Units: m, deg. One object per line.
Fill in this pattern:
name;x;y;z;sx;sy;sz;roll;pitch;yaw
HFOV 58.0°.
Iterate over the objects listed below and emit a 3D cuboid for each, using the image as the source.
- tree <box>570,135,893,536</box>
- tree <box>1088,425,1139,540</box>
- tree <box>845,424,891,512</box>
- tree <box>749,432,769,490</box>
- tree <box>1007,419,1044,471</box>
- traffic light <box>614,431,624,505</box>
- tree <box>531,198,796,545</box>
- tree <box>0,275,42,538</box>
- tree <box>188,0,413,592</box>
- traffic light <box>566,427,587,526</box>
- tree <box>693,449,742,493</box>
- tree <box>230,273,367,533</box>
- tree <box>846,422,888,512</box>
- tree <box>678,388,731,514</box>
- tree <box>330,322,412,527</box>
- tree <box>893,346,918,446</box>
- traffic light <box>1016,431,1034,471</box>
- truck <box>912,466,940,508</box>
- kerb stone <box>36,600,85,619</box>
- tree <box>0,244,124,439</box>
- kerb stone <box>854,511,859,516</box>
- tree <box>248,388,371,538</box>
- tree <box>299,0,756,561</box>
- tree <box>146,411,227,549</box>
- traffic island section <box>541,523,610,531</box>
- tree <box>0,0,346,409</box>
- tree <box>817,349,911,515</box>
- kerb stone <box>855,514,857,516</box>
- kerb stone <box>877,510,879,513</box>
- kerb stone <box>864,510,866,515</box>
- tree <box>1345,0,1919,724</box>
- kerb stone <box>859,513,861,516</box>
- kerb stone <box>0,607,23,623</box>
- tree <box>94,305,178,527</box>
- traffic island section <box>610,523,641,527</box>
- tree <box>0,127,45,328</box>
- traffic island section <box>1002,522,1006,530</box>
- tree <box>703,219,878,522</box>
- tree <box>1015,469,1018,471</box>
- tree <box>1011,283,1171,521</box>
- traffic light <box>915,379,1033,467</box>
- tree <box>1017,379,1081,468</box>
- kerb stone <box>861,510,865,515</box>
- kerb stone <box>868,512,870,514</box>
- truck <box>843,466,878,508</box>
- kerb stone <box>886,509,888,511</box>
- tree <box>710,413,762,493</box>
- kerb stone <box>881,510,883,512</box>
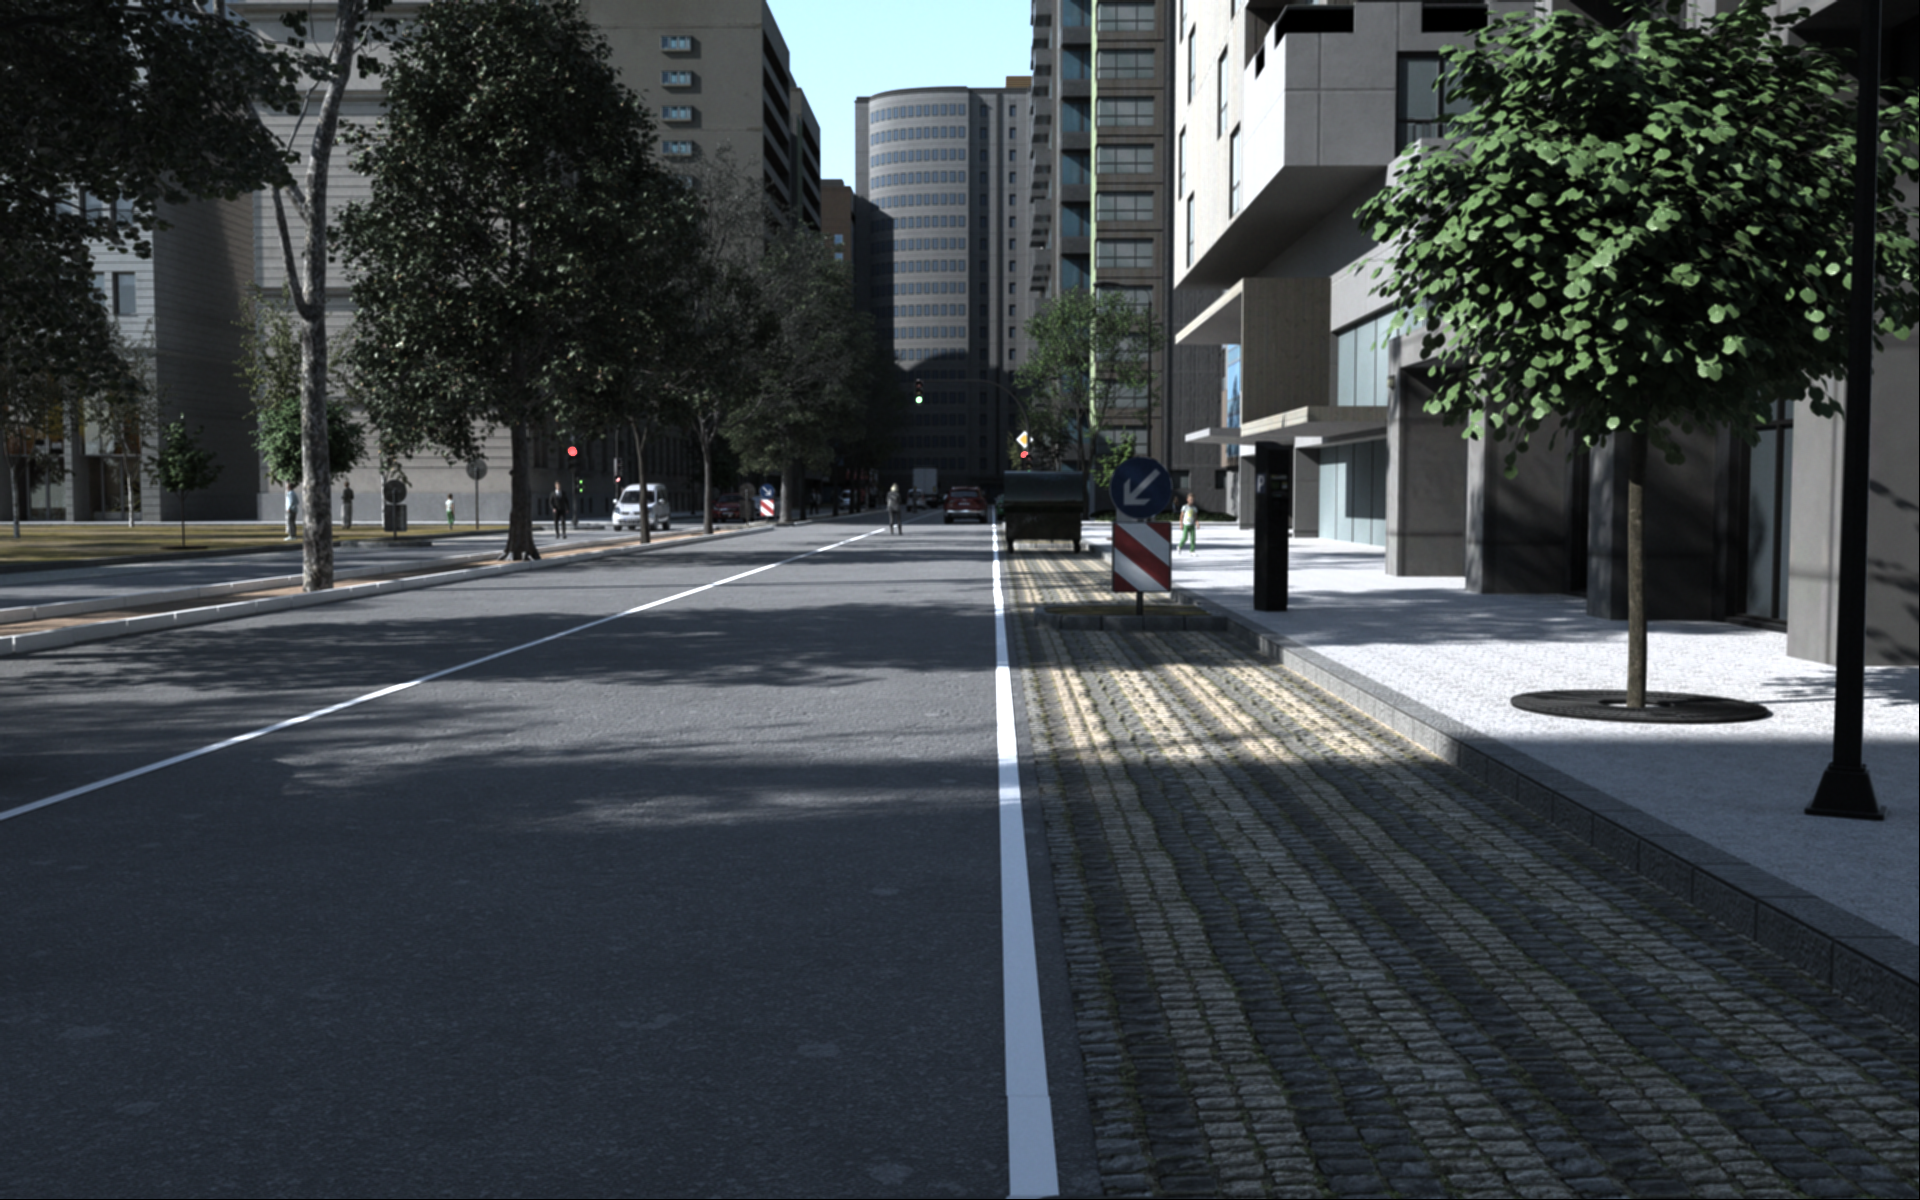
tree;-8.664;-8.957;59.275;12.009;13.543;11.850;0;3;0
tree;4.660;-3.300;48.558;1.663;3.219;1.824;0;3;0
tree;-7.346;-11.169;135.437;4.360;8.622;3.978;0;3;0
tree;-15.932;-11.254;134.366;4.360;8.622;3.978;0;3;0
tree;6.318;-12.706;158.106;4.737;8.622;4.395;0;3;0
traffic light;-13.116;-6.264;77.089;4.771;5.953;1.251;0;4;1
tree;-8.595;-6.768;47.526;8.767;10.594;7.601;0;4;1
tree;-27.499;-6.110;50.267;4.360;8.622;3.978;0;3;0
tree;-10.614;-10.234;25.678;12.611;20.169;13.585;0;3;0
traffic light;-15.358;-4.905;69.109;0.839;4.253;0.868;0;4;1
tree;-16.806;-8.361;120.412;4.285;4.588;4.351;0;3;0
tree;-21.984;-6.519;56.952;4.737;8.622;4.395;0;3;0
tree;-7.456;-11.453;140.080;4.737;8.622;4.395;0;3;0
tree;-16.722;-9.973;113.425;4.360;8.622;3.978;0;3;0
tree;-22.132;-7.141;67.113;4.360;8.622;3.978;0;3;0
tree;-8.371;-10.969;92.170;12.009;13.543;11.850;0;3;0
traffic light;2.849;-5.373;76.772;0.839;4.253;0.868;0;4;1
truck;-3.490;-11.527;177.383;2.839;4.237;11.283;0;3;0
kerb stone;-10.580;0.123;20.230;0.120;0.150;1.000;0;4;1
tree;-33.580;-7.636;59.264;7.601;10.594;8.767;3;5;40
kerb stone;-6.765;-5.489;111.947;0.120;0.150;1.000;0;4;1
tree;-19.054;-4.094;50.647;4.285;4.588;4.351;0;3;0
tree;-9.456;-7.193;37.076;9.611;12.733;9.660;0;3;0
tree;-18.199;-2.808;40.511;1.663;3.219;1.824;0;3;0
traffic island section;-15.398;-2.872;69.245;2.009;0.180;2.903;0;4;1
tree;-9.900;-6.436;14.349;9.857;13.997;8.962;0;3;0
tree;-7.394;-12.168;127.157;9.928;11.665;9.643;0;3;0
kerb stone;-6.807;-5.364;109.895;0.120;0.150;1.000;0;4;1
kerb stone;-6.419;-6.618;130.407;0.120;0.150;1.000;0;4;1
kerb stone;-6.666;-5.863;118.090;0.120;0.150;1.000;0;4;1
tree;4.044;-1.627;10.316;4.285;4.588;4.351;0;3;0
kerb stone;-6.747;-5.548;112.976;0.120;0.150;1.000;0;4;1
kerb stone;-10.611;0.183;19.209;0.120;0.150;1.000;0;4;1
tree;-32.248;-7.132;66.963;4.360;8.622;3.978;0;3;0
traffic island section;-15.249;-3.361;77.229;2.009;0.180;2.903;0;4;1
tree;-26.234;-7.084;41.581;9.928;11.665;9.643;0;3;0
traffic island section;2.889;-3.340;76.885;2.009;0.180;2.903;0;4;1
tree;-8.219;-10.522;81.139;9.857;13.997;8.962;0;3;0
tree;6.540;-10.963;162.951;4.285;4.588;4.351;0;3;0
tree;6.210;-9.689;84.167;9.928;11.665;9.643;0;3;0
traffic light;0.607;-5.750;68.686;4.771;5.953;1.251;0;4;1
tree;5.856;-9.812;110.783;4.360;8.622;3.978;0;3;0
kerb stone;-6.673;-5.800;117.068;0.120;0.150;1.000;0;4;1
kerb stone;-6.600;-6.053;121.159;0.120;0.150;1.000;0;4;1
truck;-10.128;-11.557;177.878;2.839;4.237;11.283;0;4;2
kerb stone;-6.212;-7.301;141.684;0.120;0.150;1.000;0;4;1
tree;-16.331;-10.699;125.292;4.737;8.622;4.395;0;3;0
kerb stone;-6.326;-6.931;135.534;0.120;0.150;1.000;0;4;1
